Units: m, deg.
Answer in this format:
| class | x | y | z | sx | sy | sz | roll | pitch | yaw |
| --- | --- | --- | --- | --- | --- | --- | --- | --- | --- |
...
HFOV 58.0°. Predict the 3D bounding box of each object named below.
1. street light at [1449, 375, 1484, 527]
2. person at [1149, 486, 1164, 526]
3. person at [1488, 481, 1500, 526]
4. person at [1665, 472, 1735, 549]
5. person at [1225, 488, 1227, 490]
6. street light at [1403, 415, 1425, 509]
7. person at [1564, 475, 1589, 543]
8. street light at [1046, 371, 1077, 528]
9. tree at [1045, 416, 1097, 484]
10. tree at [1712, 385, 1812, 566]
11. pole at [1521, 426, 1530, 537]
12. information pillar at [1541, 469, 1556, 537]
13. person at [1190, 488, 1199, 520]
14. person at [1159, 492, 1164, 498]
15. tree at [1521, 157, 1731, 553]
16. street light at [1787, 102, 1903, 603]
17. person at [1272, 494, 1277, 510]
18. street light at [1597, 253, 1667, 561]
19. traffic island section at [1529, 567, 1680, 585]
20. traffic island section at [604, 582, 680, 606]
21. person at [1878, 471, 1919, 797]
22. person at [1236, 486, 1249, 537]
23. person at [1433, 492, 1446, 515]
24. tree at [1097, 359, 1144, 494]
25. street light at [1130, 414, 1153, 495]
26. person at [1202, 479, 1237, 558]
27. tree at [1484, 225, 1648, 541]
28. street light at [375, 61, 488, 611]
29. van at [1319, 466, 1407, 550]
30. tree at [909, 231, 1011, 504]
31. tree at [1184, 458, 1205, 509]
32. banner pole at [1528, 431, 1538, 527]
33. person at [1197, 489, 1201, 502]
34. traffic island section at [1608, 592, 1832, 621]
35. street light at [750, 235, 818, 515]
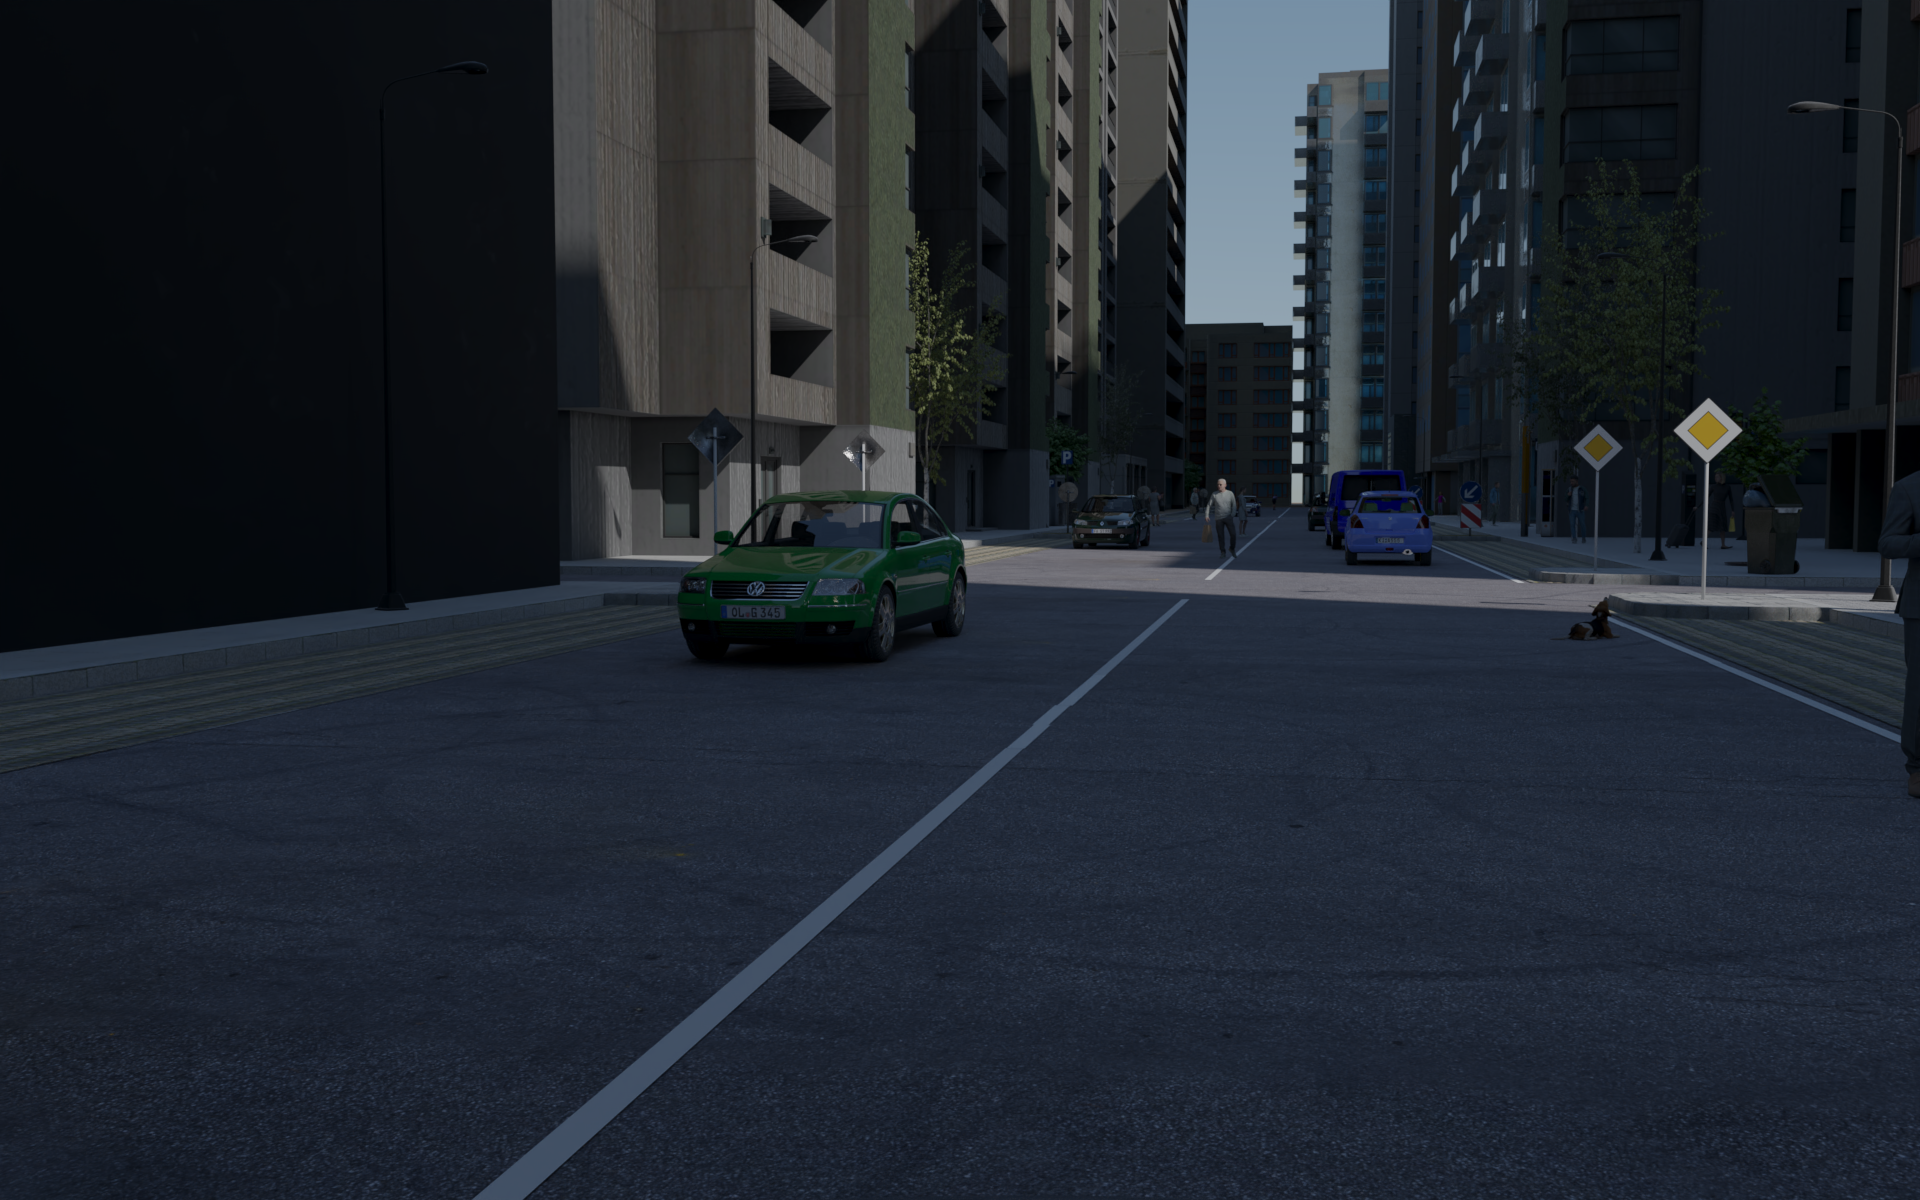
| class | x | y | z | sx | sy | sz | roll | pitch | yaw |
| --- | --- | --- | --- | --- | --- | --- | --- | --- | --- |
| street light | 19.773 | -5.816 | 67.628 | 1.470 | 5.913 | 1.316 | 1 | 4 | 11 |
| person | 8.772 | -4.168 | 77.008 | 0.716 | 1.782 | 0.532 | 2 | 4 | 30 |
| person | 21.373 | -3.847 | 69.278 | 0.601 | 1.785 | 0.444 | -2 | 4 | -34 |
| person | 17.405 | -2.098 | 40.557 | 0.699 | 1.804 | 1.509 | -3 | 4 | -36 |
| person | 19.270 | -7.203 | 125.901 | 0.705 | 1.869 | 1.348 | -2 | 4 | -24 |
| street light | 26.776 | -7.921 | 102.043 | 1.470 | 5.913 | 1.316 | 1 | 4 | 11 |
| person | 16.021 | -2.362 | 45.013 | 0.623 | 1.781 | 0.721 | 1 | 4 | 20 |
| street light | 3.729 | -5.696 | 65.675 | 1.470 | 5.913 | 1.316 | 1 | 4 | 11 |
| tree | 4.021 | -5.425 | 72.413 | 4.285 | 4.588 | 4.351 | 0 | 3 | 0 |
| tree | 14.355 | -2.218 | 30.867 | 1.663 | 3.219 | 1.824 | 0 | 3 | 0 |
| pole | 16.944 | -3.551 | 51.897 | 0.158 | 3.312 | 0.155 | 0 | 3 | 0 |
| information pillar | 17.460 | -2.870 | 51.424 | 0.304 | 2.012 | 0.304 | 3 | 4 | 38 |
| person | 12.748 | -5.225 | 94.418 | 0.515 | 1.767 | 0.782 | 2 | 4 | 33 |
| person | 13.174 | -6.457 | 114.854 | 0.697 | 1.427 | 0.421 | 1 | 4 | 16 |
| tree | 14.524 | -5.314 | 37.250 | 4.737 | 8.622 | 4.395 | 0 | 3 | 0 |
| street light | 10.502 | -2.939 | 20.593 | 1.470 | 5.913 | 1.316 | 1 | 4 | 11 |
| person | 27.699 | -8.603 | 152.398 | 0.421 | 1.427 | 0.697 | 2 | 4 | 34 |
| street light | 12.947 | -3.721 | 33.379 | 1.470 | 5.913 | 1.316 | 1 | 4 | 11 |
| traffic island section | 10.623 | -0.401 | 28.837 | 2.009 | 0.180 | 2.903 | 1 | 4 | 11 |
| traffic island section | -3.337 | -0.073 | 23.476 | 2.009 | 0.180 | 2.903 | 1 | 4 | 11 |
| person | 4.651 | 0.038 | 8.057 | 0.661 | 1.801 | 0.590 | 0 | 4 | 3 |
| person | 9.427 | -2.954 | 57.796 | 0.522 | 1.701 | 0.512 | 0 | 4 | -1 |
| person | 28.792 | -5.791 | 103.953 | 0.599 | 1.433 | 0.991 | -2 | 4 | -31 |
| tree | 8.302 | -8.864 | 95.285 | 4.360 | 8.622 | 3.978 | 0 | 3 | 0 |
| street light | 10.402 | -7.798 | 100.032 | 1.470 | 5.913 | 1.316 | 1 | 4 | 11 |
| person | 5.803 | -1.820 | 38.737 | 0.782 | 1.767 | 0.515 | 1 | 4 | 11 |
| tree | 16.509 | -5.910 | 46.983 | 4.360 | 8.622 | 3.978 | 0 | 3 | 0 |
| street light | -5.755 | -2.834 | 18.870 | 1.470 | 5.913 | 1.316 | 1 | 4 | 11 |
| van | 10.786 | -2.555 | 46.165 | 2.240 | 2.365 | 5.245 | 1 | 4 | 9 |
| tree | -0.732 | -6.069 | 49.595 | 4.737 | 8.622 | 4.395 | 0 | 3 | 0 |
| tree | 20.548 | -10.601 | 157.047 | 4.285 | 4.588 | 4.351 | 0 | 3 | 0 |
| banner pole | 22.637 | -4.775 | 68.086 | 0.863 | 3.779 | 0.401 | 2 | 4 | 34 |
| person | 22.344 | -9.502 | 161.955 | 0.434 | 1.755 | 0.990 | 1 | 4 | 12 |
| traffic island section | 9.060 | 0.078 | 21.006 | 2.009 | 0.180 | 2.903 | 1 | 4 | 11 |
| street light | -3.235 | -3.597 | 31.353 | 1.470 | 5.913 | 1.316 | 1 | 4 | 11 |
